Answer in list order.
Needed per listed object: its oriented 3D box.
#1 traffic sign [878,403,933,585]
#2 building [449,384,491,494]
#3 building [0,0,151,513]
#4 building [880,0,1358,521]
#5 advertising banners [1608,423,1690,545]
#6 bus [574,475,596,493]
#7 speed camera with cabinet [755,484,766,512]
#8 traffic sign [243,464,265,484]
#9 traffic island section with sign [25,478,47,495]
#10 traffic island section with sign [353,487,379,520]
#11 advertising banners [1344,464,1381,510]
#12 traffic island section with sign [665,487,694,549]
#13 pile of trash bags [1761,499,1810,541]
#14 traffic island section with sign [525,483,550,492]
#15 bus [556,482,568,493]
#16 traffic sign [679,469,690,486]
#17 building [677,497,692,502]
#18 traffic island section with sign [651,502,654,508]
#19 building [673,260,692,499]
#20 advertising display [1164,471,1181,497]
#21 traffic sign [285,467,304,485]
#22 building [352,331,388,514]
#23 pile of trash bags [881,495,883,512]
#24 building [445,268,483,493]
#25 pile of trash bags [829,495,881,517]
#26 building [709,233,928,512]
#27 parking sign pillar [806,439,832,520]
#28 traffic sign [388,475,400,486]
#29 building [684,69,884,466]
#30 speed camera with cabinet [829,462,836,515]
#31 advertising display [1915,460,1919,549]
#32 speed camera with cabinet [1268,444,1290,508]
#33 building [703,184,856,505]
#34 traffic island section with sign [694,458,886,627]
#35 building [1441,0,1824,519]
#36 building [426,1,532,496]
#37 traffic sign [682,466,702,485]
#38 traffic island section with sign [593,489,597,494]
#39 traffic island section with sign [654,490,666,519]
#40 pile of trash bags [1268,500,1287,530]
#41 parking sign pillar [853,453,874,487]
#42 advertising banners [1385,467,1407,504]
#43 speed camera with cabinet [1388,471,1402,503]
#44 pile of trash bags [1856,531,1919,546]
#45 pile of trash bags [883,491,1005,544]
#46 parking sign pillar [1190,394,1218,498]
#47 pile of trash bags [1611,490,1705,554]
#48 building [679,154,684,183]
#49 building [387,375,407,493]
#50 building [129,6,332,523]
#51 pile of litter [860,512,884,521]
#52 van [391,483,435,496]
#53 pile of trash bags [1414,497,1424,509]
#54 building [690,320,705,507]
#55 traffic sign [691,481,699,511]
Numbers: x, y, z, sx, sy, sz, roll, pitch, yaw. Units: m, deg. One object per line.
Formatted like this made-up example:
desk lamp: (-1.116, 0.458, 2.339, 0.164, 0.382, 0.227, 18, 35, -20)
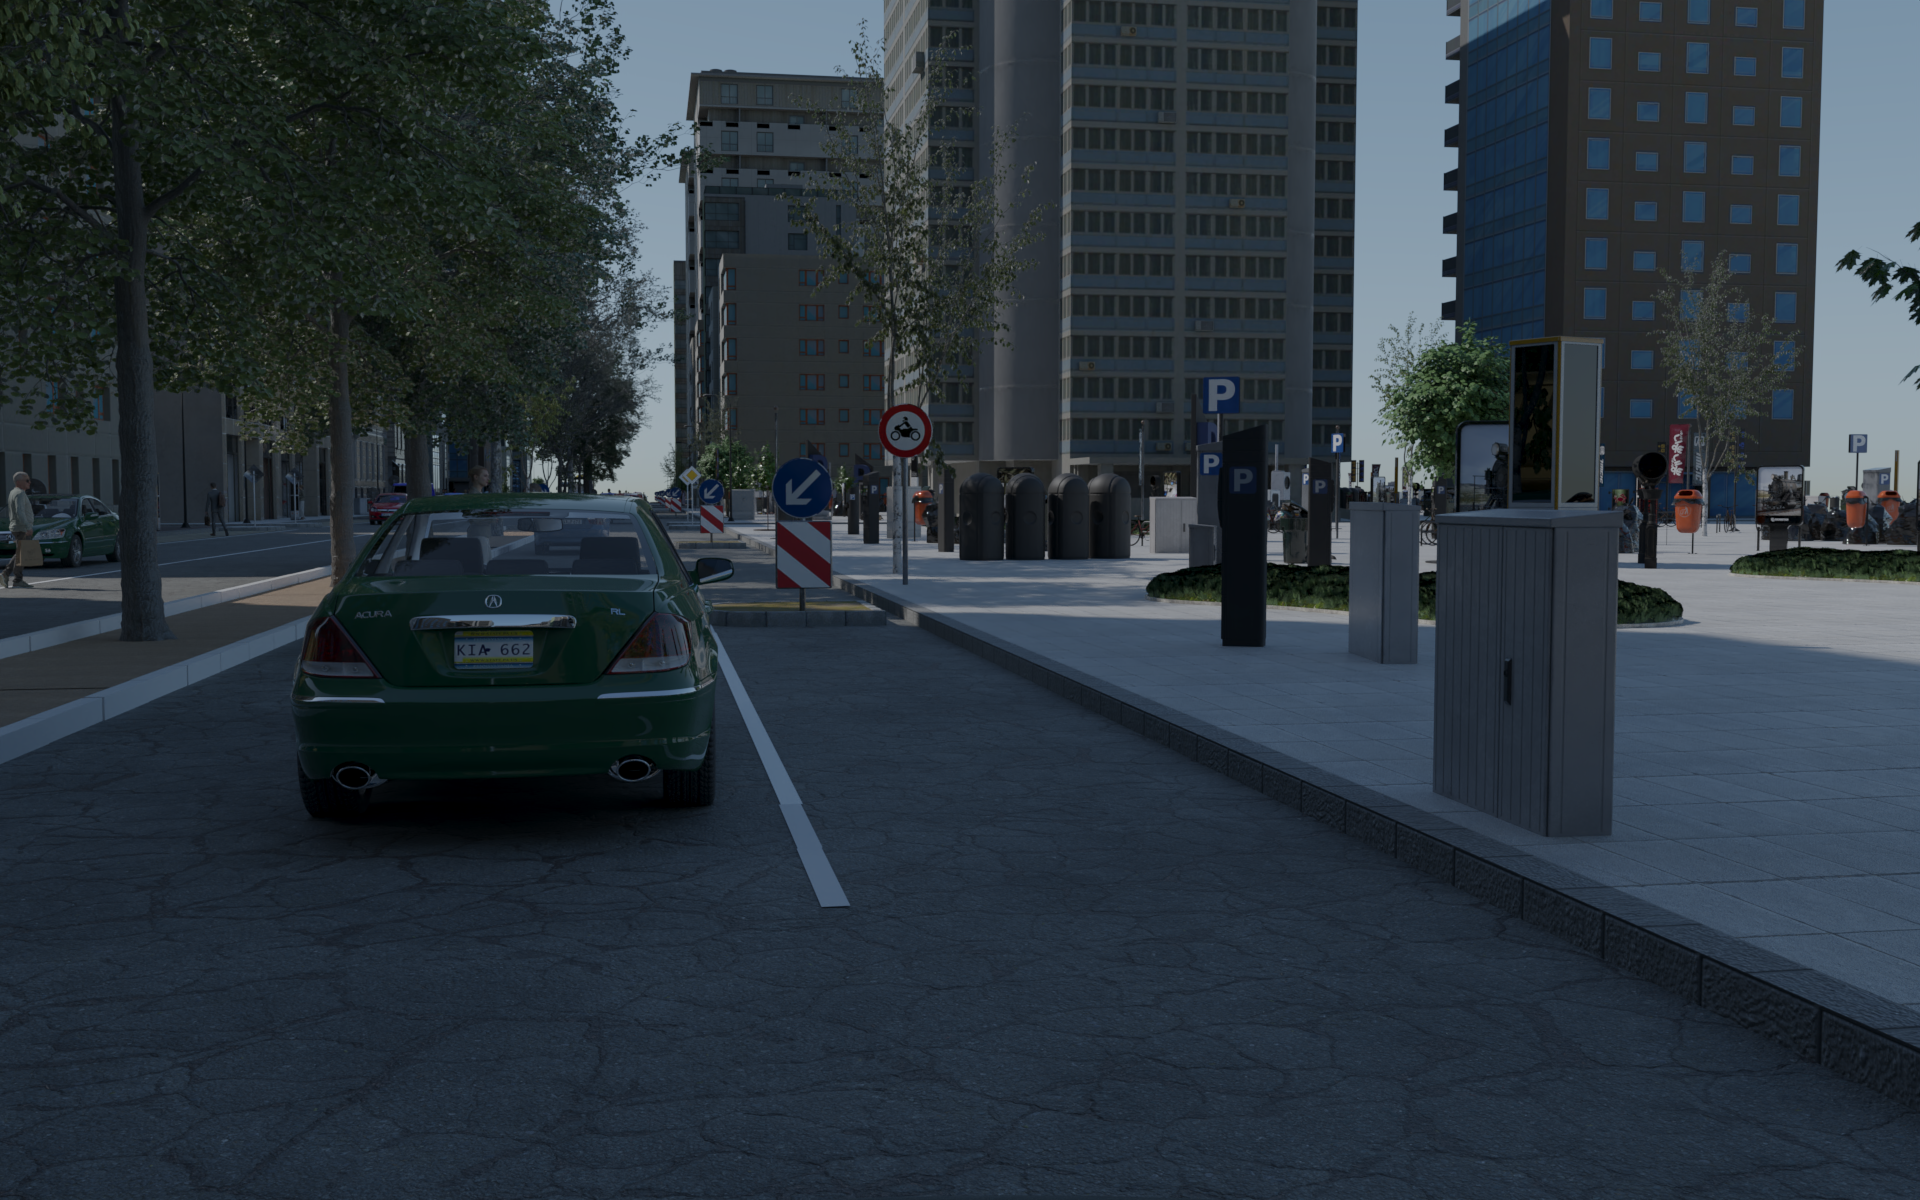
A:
traffic sign: (-0.773, -1.487, 24.424, 0.768, 2.556, 0.104, 0, 4, -7)
building: (-64.103, -34.164, 208.684, 14.600, 45.320, 14.200, -1, 4, -10)
building: (-42.295, -12.477, 49.041, 28.899, 21.520, 27.650, -1, 4, -10)
building: (8.580, -24.748, 96.503, 23.993, 40.220, 32.217, -1, 4, -10)
advertising banners: (17.355, -2.905, 43.681, 0.090, 3.025, 2.074, -3, 5, -41)
bus: (-47.482, -13.896, 218.753, 2.896, 3.916, 12.252, -1, 4, -12)
speed camera with cabinet: (-13.789, -7.847, 122.629, 2.038, 3.252, 0.660, 3, 5, 44)
traffic sign: (-27.664, -4.017, 67.864, 0.795, 2.593, 0.064, -1, 4, -10)
traffic island section with sign: (-23.194, -2.107, 43.081, 1.989, 1.847, 2.006, -1, 4, -10)
traffic island section with sign: (-33.062, -5.436, 97.500, 1.989, 1.847, 2.006, -1, 4, -10)
advertising banners: (23.350, -6.379, 100.487, 2.074, 3.025, 0.090, 0, 4, 5)
traffic island section with sign: (-6.759, -2.296, 46.170, 1.989, 1.847, 2.006, -1, 4, -10)
pile of trash bags: (24.004, -2.315, 47.599, 3.447, 1.369, 1.912, 1, 4, 9)
traffic island section with sign: (-18.603, -4.232, 77.335, 2.006, 1.907, 1.989, -1, 4, -10)
bus: (-58.920, -16.217, 260.002, 2.948, 3.499, 13.247, -1, 4, -11)
traffic sign: (-12.363, -4.681, 78.723, 0.795, 2.593, 0.064, -1, 4, -10)
building: (-30.592, -36.404, 287.078, 32.217, 40.220, 23.993, -1, 4, -10)
traffic island section with sign: (-21.569, -7.289, 127.809, 1.989, 1.847, 2.006, -1, 4, -10)
building: (-43.108, -37.960, 304.236, 14.154, 41.232, 14.086, -1, 4, -10)
advertising display: (5.979, -2.668, 48.843, 0.123, 1.923, 0.974, -1, 4, -16)
traffic sign: (-29.089, -4.497, 75.722, 0.795, 2.593, 0.064, -1, 4, -10)
building: (-47.036, -20.315, 118.048, 13.634, 28.700, 20.117, -1, 4, -10)
pile of trash bags: (-5.321, -7.006, 124.303, 1.912, 1.369, 3.447, 0, 4, -3)
building: (-69.245, -30.377, 188.540, 32.217, 40.220, 23.993, -1, 4, -10)
pile of trash bags: (-6.563, -5.480, 99.358, 1.912, 1.369, 3.447, 3, 5, 40)
building: (-5.947, -18.114, 141.202, 27.650, 21.520, 28.899, -1, 4, -10)
parking sign pillar: (-7.062, -5.952, 85.793, 1.447, 3.967, 1.447, 3, 4, 36)
traffic sign: (-38.393, -7.179, 117.488, 0.768, 2.556, 0.104, 0, 4, -2)
building: (-18.996, -38.285, 215.205, 28.713, 52.752, 27.495, -1, 4, -10)
speed camera with cabinet: (-8.768, -6.936, 107.745, 2.038, 3.252, 0.660, 0, 4, -7)
advertising display: (17.917, -1.605, 31.459, 0.974, 1.923, 0.123, 2, 4, 30)
speed camera with cabinet: (12.406, -4.528, 68.370, 0.660, 3.252, 2.038, 2, 4, 32)
building: (-17.472, -24.092, 165.601, 14.160, 30.474, 14.107, -1, 4, -10)
traffic island section with sign: (-1.956, -0.674, 19.645, 1.989, 1.847, 2.006, -1, 4, -10)
building: (36.348, -27.215, 95.075, 14.200, 45.320, 14.600, -1, 4, -10)
building: (-79.821, -58.877, 275.306, 22.319, 86.520, 31.000, -1, 4, -10)
traffic sign: (-10.938, -4.200, 70.866, 0.795, 2.593, 0.064, -1, 4, -10)
traffic island section with sign: (-32.023, -8.754, 151.270, 2.006, 1.907, 1.989, -1, 4, -10)
traffic island section with sign: (-16.638, -5.631, 100.689, 1.989, 1.847, 2.006, -1, 4, -10)
pile of trash bags: (10.350, -3.184, 61.817, 3.447, 1.369, 1.912, -3, 5, -40)
parking sign pillar: (-6.357, -7.685, 114.125, 1.447, 3.967, 1.447, 1, 4, 23)
advertising banners: (27.645, -6.944, 109.726, 2.074, 3.025, 0.090, -2, 4, -32)
speed camera with cabinet: (31.925, -8.125, 127.174, 0.660, 3.252, 2.038, 2, 4, 28)
pile of trash bags: (23.290, -2.083, 43.805, 3.447, 1.369, 1.912, -3, 5, -41)
pile of trash bags: (-0.212, -2.201, 45.744, 1.912, 1.369, 3.447, -3, 4, -36)
parking sign pillar: (6.688, -3.597, 47.291, 1.447, 3.967, 1.447, 2, 4, 25)
pile of trash bags: (14.554, -1.723, 37.929, 1.912, 1.369, 3.447, -3, 5, -44)
building: (-27.297, -41.051, 260.426, 28.713, 52.752, 27.495, -1, 4, -10)
building: (-48.614, -17.657, 137.837, 9.793, 20.994, 18.267, -1, 4, -10)
building: (-44.975, -17.504, 90.714, 19.350, 26.468, 34.151, -1, 4, -10)
pile of litter: (-4.209, -4.292, 84.144, 1.176, 0.858, 1.719, 2, 4, 34)
van: (-29.423, -5.422, 93.039, 2.240, 2.365, 5.245, -1, 4, -10)
pile of trash bags: (36.499, -7.643, 134.711, 3.447, 1.369, 1.912, 0, 4, 8)
building: (-14.918, -20.994, 188.294, 27.650, 21.520, 28.899, -1, 4, -10)
traffic sign: (-20.174, -7.934, 131.848, 0.606, 2.300, 0.079, -1, 4, -8)
